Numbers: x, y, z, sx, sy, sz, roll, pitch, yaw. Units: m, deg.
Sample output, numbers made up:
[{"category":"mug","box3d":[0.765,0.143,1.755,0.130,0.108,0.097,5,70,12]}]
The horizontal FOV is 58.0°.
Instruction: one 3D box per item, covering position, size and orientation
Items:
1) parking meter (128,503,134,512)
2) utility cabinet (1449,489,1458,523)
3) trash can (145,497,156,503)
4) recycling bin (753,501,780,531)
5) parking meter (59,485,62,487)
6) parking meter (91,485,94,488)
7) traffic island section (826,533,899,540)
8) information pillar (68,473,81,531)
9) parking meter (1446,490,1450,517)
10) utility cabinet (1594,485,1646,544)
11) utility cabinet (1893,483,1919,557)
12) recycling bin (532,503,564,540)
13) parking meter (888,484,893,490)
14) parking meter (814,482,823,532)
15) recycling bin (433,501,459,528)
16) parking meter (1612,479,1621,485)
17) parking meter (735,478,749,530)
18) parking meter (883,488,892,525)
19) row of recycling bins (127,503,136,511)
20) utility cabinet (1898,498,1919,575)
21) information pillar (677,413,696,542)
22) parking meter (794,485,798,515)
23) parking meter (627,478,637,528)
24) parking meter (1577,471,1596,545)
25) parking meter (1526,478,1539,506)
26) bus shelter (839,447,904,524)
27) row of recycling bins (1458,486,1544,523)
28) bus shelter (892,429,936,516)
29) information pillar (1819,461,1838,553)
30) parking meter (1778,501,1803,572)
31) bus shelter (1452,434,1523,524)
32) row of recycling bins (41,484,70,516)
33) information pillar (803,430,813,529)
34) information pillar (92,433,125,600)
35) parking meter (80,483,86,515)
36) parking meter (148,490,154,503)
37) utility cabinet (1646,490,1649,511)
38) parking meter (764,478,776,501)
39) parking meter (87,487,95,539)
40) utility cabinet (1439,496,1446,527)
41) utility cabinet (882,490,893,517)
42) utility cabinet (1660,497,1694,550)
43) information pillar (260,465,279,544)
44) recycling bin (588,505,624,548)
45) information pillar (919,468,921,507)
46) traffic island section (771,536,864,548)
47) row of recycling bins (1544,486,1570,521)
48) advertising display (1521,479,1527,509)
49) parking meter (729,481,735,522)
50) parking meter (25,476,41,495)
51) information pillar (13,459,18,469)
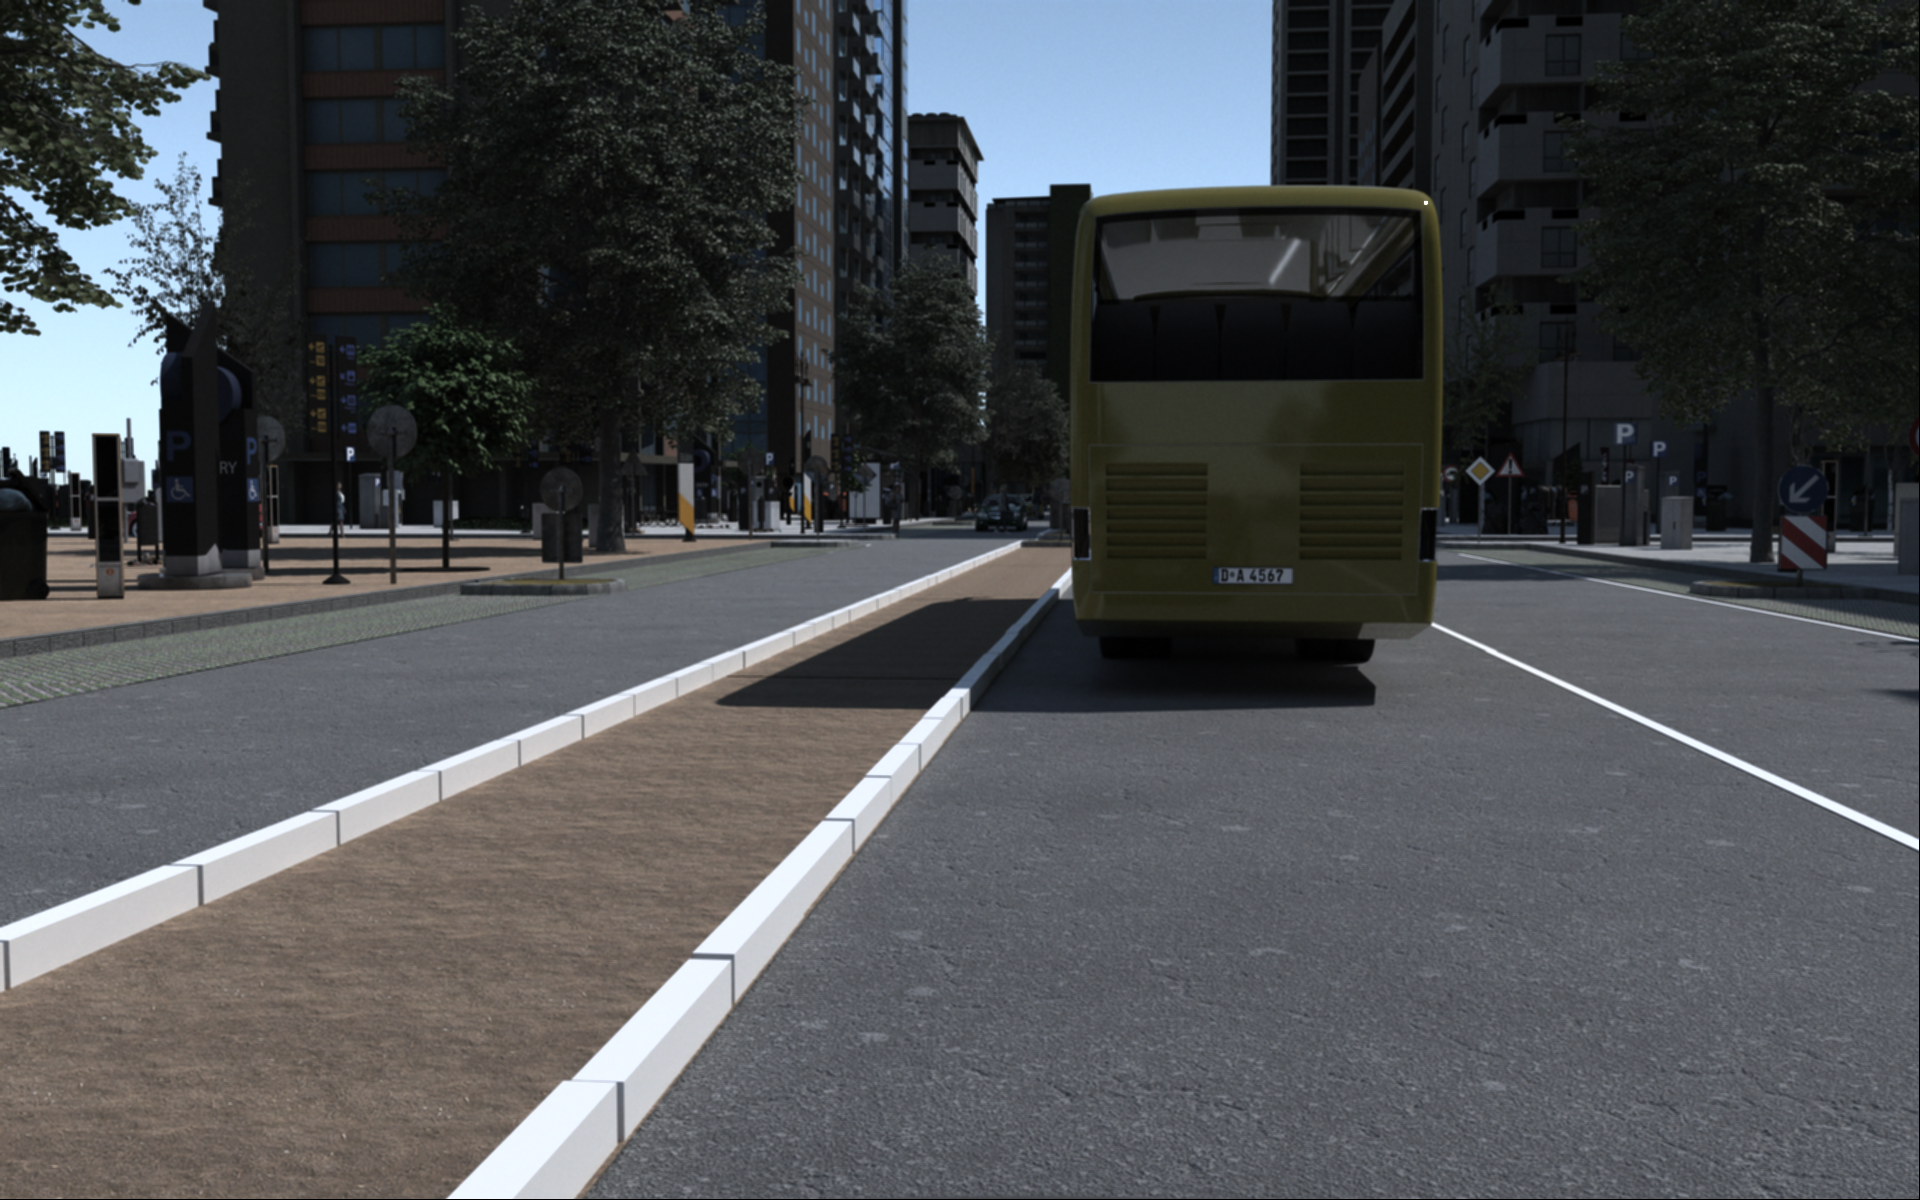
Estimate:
[{"category":"parking meter","box3d":[-58.519,-6.960,122.203,0.372,1.533,0.369,0,3,0]},{"category":"utility cabinet","box3d":[21.737,-4.136,76.308,0.318,1.500,1.173,1,4,13]},{"category":"trash can","box3d":[-47.330,-5.489,101.395,0.748,1.137,0.748,0,3,0]},{"category":"recycling bin","box3d":[-6.766,-2.937,60.569,0.722,1.027,0.722,1,4,22]},{"category":"parking meter","box3d":[-55.662,-6.222,107.438,0.399,1.863,0.255,-2,4,-33]},{"category":"parking meter","box3d":[-55.942,-6.485,111.739,0.399,1.863,0.255,3,5,41]},{"category":"traffic island section","box3d":[-3.085,-2.034,55.542,2.009,0.180,2.903,0,4,6]},{"category":"information pillar","box3d":[-30.873,-3.420,60.417,0.304,2.012,0.304,-3,4,-38]},{"category":"parking meter","box3d":[27.127,-5.352,95.912,0.372,1.533,0.369,0,3,0]},{"category":"utility cabinet","box3d":[16.796,-2.175,44.244,1.173,1.500,0.318,0,4,-4]},{"category":"utility cabinet","box3d":[19.037,-1.559,34.174,0.318,1.500,1.173,-1,4,-17]},{"category":"recycling bin","box3d":[-11.562,-2.210,48.685,0.722,1.027,0.722,0,4,4]},{"category":"parking meter","box3d":[-4.169,-6.069,104.935,0.399,1.863,0.255,3,5,45]},{"category":"parking meter","box3d":[-4.744,-3.203,58.075,0.255,1.863,0.399,-1,4,-17]},{"category":"recycling bin","box3d":[-19.656,-3.283,66.231,0.722,1.027,0.722,1,4,9]},{"category":"parking meter","box3d":[26.305,-3.896,69.403,0.255,1.863,0.399,-1,4,-10]},{"category":"parking meter","box3d":[-7.636,-3.397,61.258,0.399,1.863,0.255,1,4,11]},{"category":"parking meter","box3d":[-3.058,-3.936,72.766,0.372,1.533,0.369,0,3,0]},{"category":"row of recycling bins","box3d":[-62.221,-7.468,129.219,1.069,1.692,3.534,-3,5,-41]},{"category":"utility cabinet","box3d":[15.368,-0.983,27.235,1.020,1.237,0.306,3,5,41]},{"category":"information pillar","box3d":[-7.354,-3.373,46.500,0.183,3.616,0.504,3,5,45]},{"category":"parking meter","box3d":[-10.261,-6.253,107.948,0.255,1.863,0.399,-1,4,-9]},{"category":"parking meter","box3d":[-11.632,-3.405,61.380,0.255,1.863,0.399,-2,4,-24]},{"category":"parking meter","box3d":[15.841,-2.331,43.830,0.255,1.863,0.399,-3,5,-41]},{"category":"parking meter","box3d":[20.650,-3.473,62.491,0.399,1.863,0.255,1,4,12]},{"category":"bus shelter","box3d":[-3.859,-5.056,76.597,2.014,3.302,5.546,0,4,6]},{"category":"row of recycling bins","box3d":[23.818,-4.264,76.829,3.534,1.692,1.069,3,5,40]},{"category":"bus shelter","box3d":[-2.628,-7.630,102.377,2.179,5.291,8.768,0,4,6]},{"category":"information pillar","box3d":[19.090,-2.055,38.090,0.304,2.012,0.304,1,4,17]},{"category":"parking meter","box3d":[13.669,-1.227,28.474,0.372,1.533,0.369,0,3,0]},{"category":"bus shelter","box3d":[21.412,-4.842,70.447,1.731,3.624,6.357,0,4,6]},{"category":"row of recycling bins","box3d":[-38.635,-4.001,72.530,3.534,1.692,1.069,0,4,7]},{"category":"information pillar","box3d":[-5.570,-4.381,62.985,0.183,3.616,0.504,2,4,28]},{"category":"information pillar","box3d":[-10.410,-1.021,21.178,0.304,2.012,0.304,-2,4,-25]},{"category":"parking meter","box3d":[-45.553,-5.140,89.752,0.255,1.863,0.399,1,4,18]},{"category":"parking meter","box3d":[-52.295,-6.335,111.983,0.372,1.533,0.369,0,3,0]},{"category":"utility cabinet","box3d":[36.620,-5.199,93.675,1.173,1.500,0.318,0,4,3]},{"category":"parking meter","box3d":[-7.116,-3.615,64.816,0.399,1.863,0.255,-3,5,-40]},{"category":"parking meter","box3d":[-24.638,-2.502,49.315,0.372,1.533,0.369,0,3,0]},{"category":"utility cabinet","box3d":[18.700,-3.511,68.567,0.306,1.237,1.020,-3,5,-41]},{"category":"utility cabinet","box3d":[-3.893,-5.324,95.719,1.173,1.500,0.318,-3,5,-41]},{"category":"utility cabinet","box3d":[16.674,-1.783,40.313,0.306,1.237,1.020,0,4,-3]},{"category":"information pillar","box3d":[-17.786,-2.455,44.638,0.304,2.012,0.304,1,4,15]},{"category":"recycling bin","box3d":[-8.496,-1.776,41.598,0.722,1.027,0.722,0,4,1]},{"category":"information pillar","box3d":[-2.420,-6.453,96.862,0.504,3.616,0.183,2,4,35]},{"category":"traffic island section","box3d":[-3.922,-1.549,47.600,2.009,0.180,2.903,0,4,6]},{"category":"row of recycling bins","box3d":[29.047,-4.751,84.793,3.534,1.692,1.069,-3,5,-43]},{"category":"advertising display","box3d":[24.120,-4.222,74.241,0.123,1.923,0.974,-1,4,-22]},{"category":"parking meter","box3d":[-10.356,-4.490,79.119,0.255,1.863,0.399,-2,4,-34]},{"category":"parking meter","box3d":[-13.475,-1.017,25.038,0.372,1.533,0.369,0,3,0]},{"category":"information pillar","box3d":[-63.847,-7.688,117.057,0.183,3.616,0.504,1,4,14]}]
